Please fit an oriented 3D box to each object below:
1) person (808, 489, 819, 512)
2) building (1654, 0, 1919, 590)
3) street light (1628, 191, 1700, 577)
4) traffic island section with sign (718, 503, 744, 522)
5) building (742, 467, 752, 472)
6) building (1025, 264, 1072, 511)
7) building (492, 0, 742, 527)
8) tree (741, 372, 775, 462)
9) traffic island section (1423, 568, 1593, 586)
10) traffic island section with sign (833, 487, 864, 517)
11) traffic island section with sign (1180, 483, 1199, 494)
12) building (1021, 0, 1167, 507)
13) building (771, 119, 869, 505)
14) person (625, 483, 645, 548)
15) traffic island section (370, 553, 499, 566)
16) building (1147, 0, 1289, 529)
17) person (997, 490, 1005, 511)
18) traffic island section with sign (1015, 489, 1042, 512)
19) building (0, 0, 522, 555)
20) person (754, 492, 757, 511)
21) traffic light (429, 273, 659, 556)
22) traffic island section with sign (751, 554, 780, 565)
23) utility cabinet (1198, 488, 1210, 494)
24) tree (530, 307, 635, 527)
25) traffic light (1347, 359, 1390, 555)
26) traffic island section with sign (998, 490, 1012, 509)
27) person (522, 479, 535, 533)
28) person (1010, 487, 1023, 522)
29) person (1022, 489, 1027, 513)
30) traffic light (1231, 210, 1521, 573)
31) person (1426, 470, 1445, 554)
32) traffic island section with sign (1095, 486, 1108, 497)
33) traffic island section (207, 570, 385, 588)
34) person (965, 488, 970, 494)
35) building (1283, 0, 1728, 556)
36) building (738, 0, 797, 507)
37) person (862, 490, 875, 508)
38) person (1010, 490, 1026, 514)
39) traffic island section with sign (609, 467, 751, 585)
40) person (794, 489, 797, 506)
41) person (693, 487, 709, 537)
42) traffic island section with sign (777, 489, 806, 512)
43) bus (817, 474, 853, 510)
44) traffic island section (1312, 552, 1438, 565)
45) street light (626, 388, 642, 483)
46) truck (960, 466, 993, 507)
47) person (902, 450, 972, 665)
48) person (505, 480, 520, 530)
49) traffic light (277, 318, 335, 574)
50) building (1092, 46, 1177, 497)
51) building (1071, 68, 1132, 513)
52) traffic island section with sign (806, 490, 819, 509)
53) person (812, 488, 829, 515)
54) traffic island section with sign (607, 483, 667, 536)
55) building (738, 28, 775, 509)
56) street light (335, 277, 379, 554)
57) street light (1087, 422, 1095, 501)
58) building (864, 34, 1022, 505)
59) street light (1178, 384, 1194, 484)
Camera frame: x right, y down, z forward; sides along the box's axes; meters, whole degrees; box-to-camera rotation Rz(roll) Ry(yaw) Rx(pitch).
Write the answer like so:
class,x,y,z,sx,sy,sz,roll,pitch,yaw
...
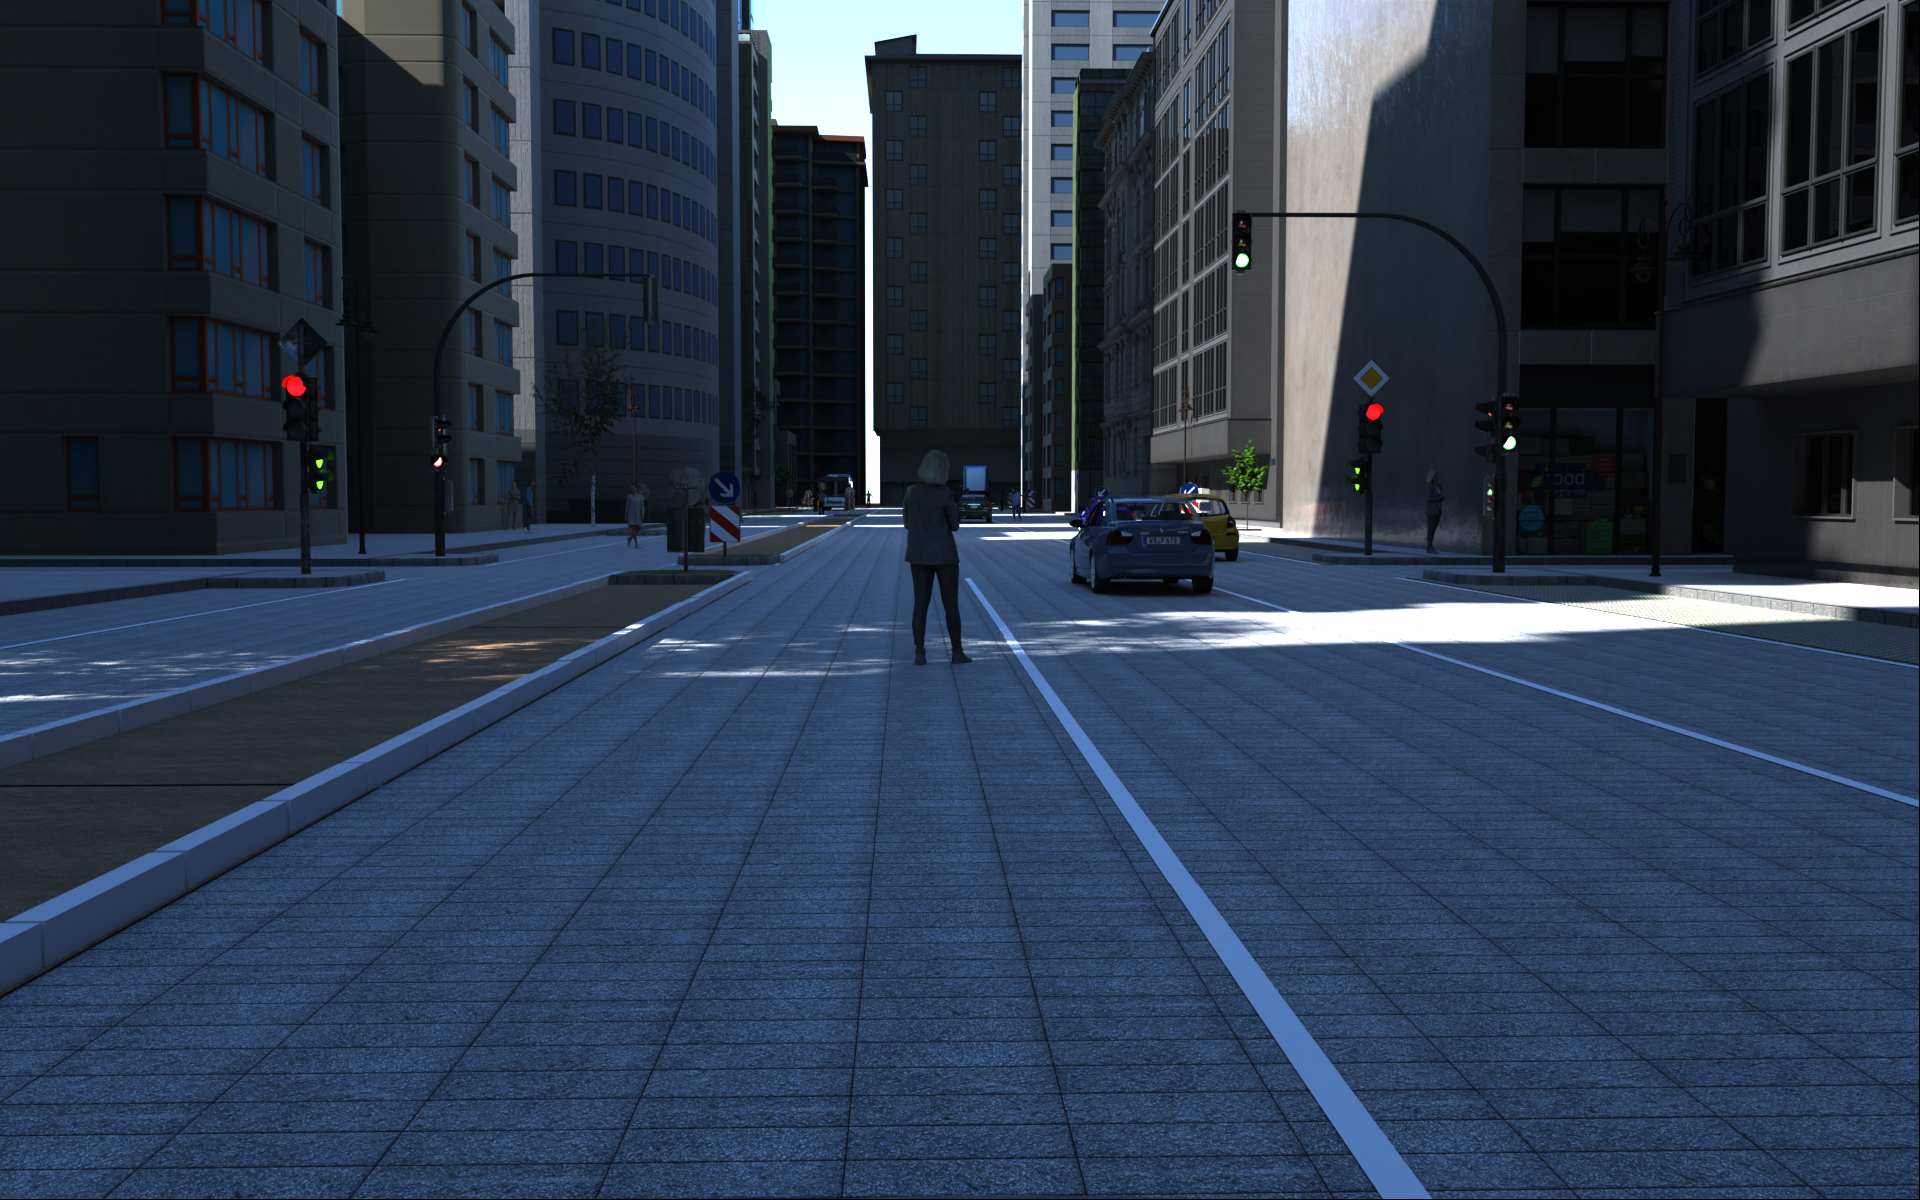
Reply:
class,x,y,z,sx,sy,sz,roll,pitch,yaw
person,-11.634,-8.017,139.216,1.348,1.869,0.705,3,5,39
building,18.358,-13.601,15.876,14.314,27.812,24.014,0,4,-2
street light,10.847,-3.306,26.834,0.468,5.910,1.993,0,4,-2
traffic island section with sign,-12.000,-4.839,87.750,1.989,1.847,2.006,0,4,-2
building,-27.817,-30.901,124.837,23.786,49.044,30.456,0,4,-2
building,20.272,-18.341,144.909,27.650,21.520,28.899,0,4,-2
building,-22.801,-33.225,85.229,21.231,58.520,28.212,0,4,-2
tree,-15.727,-10.508,106.218,8.767,10.594,7.601,-1,4,-14
traffic island section,8.829,-0.372,28.358,2.009,0.180,2.903,0,4,-2
traffic island section with sign,-7.060,-6.273,110.699,2.006,1.907,1.989,0,4,-2
traffic island section with sign,7.838,-3.199,60.927,1.989,1.847,2.006,0,4,-2
building,16.636,-38.579,172.768,21.231,58.520,28.212,0,4,-2
building,-25.372,-33.658,204.926,28.867,44.769,22.147,0,4,-2
person,-8.675,-2.247,45.995,0.760,1.731,0.466,3,5,44
traffic island section,-10.747,-0.824,35.758,2.009,0.180,2.903,0,4,-2
building,16.851,-17.251,75.554,14.314,27.812,24.014,0,4,-2
person,3.443,-8.296,144.860,0.721,1.735,1.217,2,4,31
traffic island section with sign,5.487,-7.925,138.194,1.989,1.847,2.006,0,4,-2
building,-29.832,-12.514,49.641,27.650,21.520,28.899,0,4,-2
person,-15.335,-7.378,129.929,0.557,1.426,1.065,0,4,-7
traffic light,-8.618,-3.734,35.723,4.771,5.953,1.251,0,4,-2
traffic island section with sign,-4.765,-1.679,35.595,2.006,1.907,1.989,0,4,-2
utility cabinet,9.163,-3.464,65.318,0.318,1.500,1.173,0,4,-3
tree,-14.530,-7.190,67.916,4.360,8.622,3.978,0,3,0
traffic light,8.546,-2.893,36.224,0.839,4.253,0.868,0,4,-2
traffic island section with sign,4.668,-9.572,165.137,1.989,1.847,2.006,0,4,-2
person,-14.122,-3.075,56.663,0.444,1.785,0.601,0,4,-3
person,2.924,-4.968,89.996,0.793,1.790,0.793,-1,4,-21
person,4.985,-7.622,133.134,0.705,1.823,1.348,0,4,-1
traffic light,6.700,-3.264,28.038,4.771,5.953,1.251,0,4,-2
person,10.297,-1.907,37.413,0.537,1.800,0.526,-2,4,-29
traffic island section with sign,7.022,-4.859,88.074,1.989,1.847,2.006,0,4,-2
traffic island section,-10.504,-0.336,27.777,2.009,0.180,2.903,0,4,-2
person,0.525,-5.798,103.657,0.532,1.782,0.716,1,4,11
building,27.553,-14.725,45.270,34.151,26.468,19.350,0,4,-2
building,-32.924,-52.695,174.229,31.000,86.520,22.319,0,4,-2
person,-9.274,-10.226,175.682,1.348,1.826,0.705,-1,4,-22
person,4.274,-7.207,127.017,1.217,1.739,0.721,0,4,-6
traffic island section with sign,-4.549,-1.227,28.191,2.006,1.907,1.989,0,4,-2
person,-17.131,-10.639,180.129,0.705,1.807,1.348,0,4,-1
person,-7.583,-2.531,50.154,0.573,1.790,0.520,3,5,42
traffic island section with sign,-13.530,-7.910,137.949,1.989,1.847,2.006,0,4,-2
bus,-11.126,-9.863,156.123,2.948,3.499,13.247,0,4,-2
traffic island section,8.586,-0.860,36.339,2.009,0.180,2.903,0,4,-2
street light,-13.889,-6.189,73.971,0.468,5.910,1.993,0,4,-2
truck,1.545,-10.309,158.315,2.967,4.110,18.799,0,4,0
person,-0.223,-0.368,14.698,0.537,1.800,0.526,2,4,35
person,-15.971,-3.394,61.868,0.599,1.781,0.374,-2,4,-29
traffic light,-10.463,-2.368,27.643,0.839,4.253,0.868,0,4,-2
building,15.656,-19.102,99.707,14.401,28.519,23.554,0,4,-2
building,14.683,-21.395,121.515,14.160,30.474,14.107,0,4,-2
traffic island section with sign,-14.365,-9.570,165.093,1.989,1.847,2.006,0,4,-2
person,-9.657,-6.848,120.444,1.348,1.826,0.705,2,4,25
traffic island section with sign,-11.168,-3.165,60.372,1.989,1.847,2.006,0,4,-2
building,-23.519,-28.405,148.013,14.154,41.232,14.086,0,4,-2
street light,-12.828,-3.927,37.002,0.468,5.910,1.993,0,4,-2
street light,8.331,-8.438,110.747,0.468,5.910,1.993,0,4,-2
building,2.712,-37.861,208.273,27.495,52.752,28.713,0,4,-2
street light,9.518,-6.145,73.257,0.468,5.910,1.993,0,4,-2
